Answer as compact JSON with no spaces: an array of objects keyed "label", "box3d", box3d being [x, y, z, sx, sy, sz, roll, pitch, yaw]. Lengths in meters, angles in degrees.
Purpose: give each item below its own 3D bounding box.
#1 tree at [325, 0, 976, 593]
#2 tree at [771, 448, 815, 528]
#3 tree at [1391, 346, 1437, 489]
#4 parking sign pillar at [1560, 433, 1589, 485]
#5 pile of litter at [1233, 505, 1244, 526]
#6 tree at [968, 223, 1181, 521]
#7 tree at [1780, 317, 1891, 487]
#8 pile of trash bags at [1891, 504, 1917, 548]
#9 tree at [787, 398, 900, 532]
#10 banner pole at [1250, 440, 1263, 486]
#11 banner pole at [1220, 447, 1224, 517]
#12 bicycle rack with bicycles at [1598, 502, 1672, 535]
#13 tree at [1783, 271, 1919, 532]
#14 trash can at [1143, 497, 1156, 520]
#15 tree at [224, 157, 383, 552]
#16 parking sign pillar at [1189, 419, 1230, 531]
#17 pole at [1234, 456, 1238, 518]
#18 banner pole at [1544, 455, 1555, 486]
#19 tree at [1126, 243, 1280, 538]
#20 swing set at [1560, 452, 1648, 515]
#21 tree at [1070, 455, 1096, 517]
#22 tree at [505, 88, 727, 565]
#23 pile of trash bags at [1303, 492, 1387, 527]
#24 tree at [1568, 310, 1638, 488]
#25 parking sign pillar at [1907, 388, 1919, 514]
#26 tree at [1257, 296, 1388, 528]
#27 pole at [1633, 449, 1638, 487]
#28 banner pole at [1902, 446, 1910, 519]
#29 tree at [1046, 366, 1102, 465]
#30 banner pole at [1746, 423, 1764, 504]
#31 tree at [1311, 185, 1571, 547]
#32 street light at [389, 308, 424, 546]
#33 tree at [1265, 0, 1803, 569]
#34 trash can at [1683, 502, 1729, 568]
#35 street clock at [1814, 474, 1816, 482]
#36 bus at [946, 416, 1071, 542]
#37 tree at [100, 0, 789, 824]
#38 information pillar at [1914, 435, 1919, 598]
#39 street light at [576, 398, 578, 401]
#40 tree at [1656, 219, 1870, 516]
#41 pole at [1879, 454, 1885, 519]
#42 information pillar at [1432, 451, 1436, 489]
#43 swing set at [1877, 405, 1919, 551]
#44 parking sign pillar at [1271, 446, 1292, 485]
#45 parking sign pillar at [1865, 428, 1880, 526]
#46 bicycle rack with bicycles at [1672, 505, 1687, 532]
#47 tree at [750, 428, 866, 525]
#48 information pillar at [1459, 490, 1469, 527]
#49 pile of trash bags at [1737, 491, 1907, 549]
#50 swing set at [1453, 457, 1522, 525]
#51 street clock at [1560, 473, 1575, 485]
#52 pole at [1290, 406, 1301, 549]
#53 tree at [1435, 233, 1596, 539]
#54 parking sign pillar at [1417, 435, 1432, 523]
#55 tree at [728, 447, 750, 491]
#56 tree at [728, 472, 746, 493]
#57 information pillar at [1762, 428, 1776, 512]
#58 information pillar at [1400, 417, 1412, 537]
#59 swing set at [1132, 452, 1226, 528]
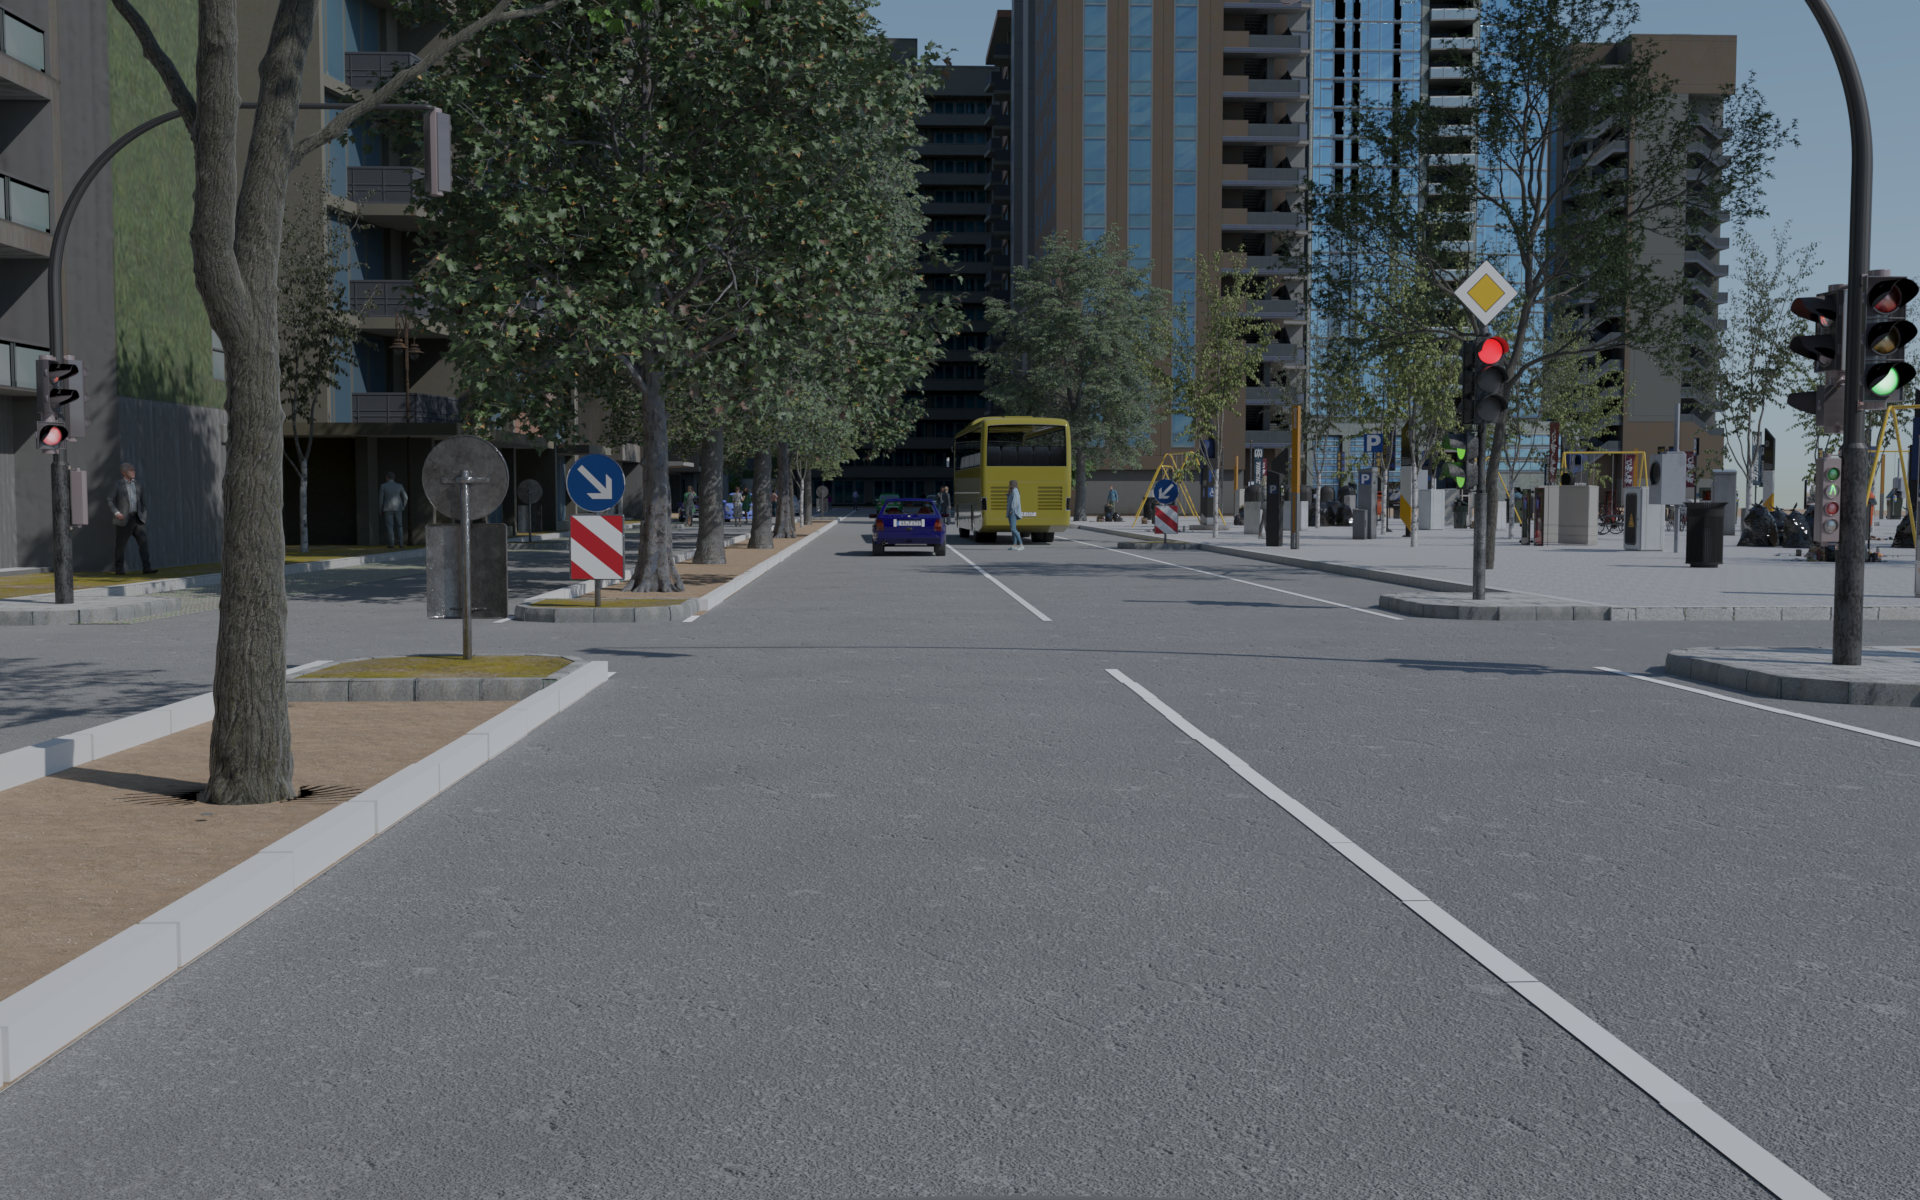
[{"label":"tree","box3d":[-4.481,-6.469,25.227,9.611,12.733,9.660,0,3,0]},{"label":"tree","box3d":[-6.758,-7.386,73.581,4.360,8.622,3.978,0,3,0]},{"label":"tree","box3d":[22.580,-8.117,83.083,4.360,8.622,3.978,0,3,0]},{"label":"parking sign pillar","box3d":[26.411,-5.260,74.468,1.447,3.967,1.447,-2,4,-28]},{"label":"pile of litter","box3d":[11.869,-3.485,70.949,1.719,0.858,1.176,-3,5,-40]},{"label":"tree","box3d":[5.564,-10.685,81.362,9.857,13.997,8.962,0,3,0]},{"label":"tree","box3d":[33.572,-7.128,66.907,4.737,8.622,4.395,0,3,0]},{"label":"pile of trash bags","box3d":[24.110,-1.924,41.204,3.447,1.369,1.912,-1,4,-18]},{"label":"tree","box3d":[-6.354,-7.878,65.674,8.767,10.594,7.601,0,4,-3]},{"label":"banner pole","box3d":[13.675,-5.519,80.247,0.863,3.779,0.401,-1,4,-17]},{"label":"banner pole","box3d":[13.887,-6.233,91.927,0.401,3.779,0.863,0,4,0]},{"label":"bicycle rack with bicycles","box3d":[20.577,-2.517,54.531,2.925,0.926,2.852,1,4,15]},{"label":"tree","box3d":[30.737,-6.568,57.747,4.360,8.622,3.978,0,3,0]},{"label":"trash can","box3d":[9.384,-4.533,85.764,0.748,1.137,0.748,0,3,0]},{"label":"tree","box3d":[-14.596,-5.367,38.111,4.360,8.622,3.978,0,3,0]},{"label":"parking sign pillar","box3d":[8.856,-4.463,61.450,1.447,3.967,1.447,0,4,-3]},{"label":"pole","box3d":[14.769,-6.047,92.717,0.158,3.312,0.155,0,3,0]},{"label":"banner pole","box3d":[32.873,-6.506,96.386,0.401,3.779,0.863,-3,5,-44]},{"label":"tree","box3d":[7.329,-6.145,50.838,4.737,8.622,4.395,0,3,0]},{"label":"swing set","box3d":[23.960,-4.072,64.203,3.119,2.851,2.862,1,4,10]},{"label":"tree","box3d":[5.993,-6.963,97.564,4.285,4.588,4.351,0,3,0]},{"label":"tree","box3d":[-5.118,-7.699,34.985,9.857,13.997,8.962,0,3,0]},{"label":"pile of trash bags","box3d":[15.195,-3.603,68.656,3.447,1.369,1.912,0,4,0]},{"label":"tree","box3d":[24.306,-7.235,68.655,4.737,8.622,4.395,0,3,0]},{"label":"parking sign pillar","box3d":[24.635,-3.369,43.554,1.447,3.967,1.447,-3,5,-43]},{"label":"tree","box3d":[13.377,-7.007,64.931,4.360,8.622,3.978,0,3,0]},{"label":"pole","box3d":[30.331,-5.137,77.830,0.158,3.312,0.155,0,3,0]},{"label":"banner pole","box3d":[48.957,-6.084,89.489,0.401,3.779,0.863,2,4,32]},{"label":"tree","box3d":[5.634,-8.686,92.376,4.360,8.622,3.978,0,3,0]},{"label":"banner pole","box3d":[27.856,-4.334,60.878,0.863,3.779,0.401,-1,4,-23]},{"label":"tree","box3d":[11.201,-5.583,41.648,4.737,8.622,4.395,0,3,0]},{"label":"street light","box3d":[-13.631,-4.281,42.779,0.468,5.910,1.993,0,4,-3]},{"label":"tree","box3d":[9.074,-5.781,28.936,8.767,10.594,7.601,-1,4,-22]},{"label":"trash can","box3d":[13.021,-1.139,30.277,0.748,1.137,0.748,0,3,0]},{"label":"street clock","box3d":[26.876,-3.023,53.995,0.358,2.002,0.471,-3,4,-36]},{"label":"bus","box3d":[1.395,-3.832,54.195,2.896,3.916,12.252,0,4,-4]},{"label":"tree","box3d":[-3.203,-4.858,7.634,9.928,11.665,9.643,0,3,0]},{"label":"information pillar","box3d":[12.034,-1.035,21.407,0.304,2.012,0.304,1,4,12]},{"label":"street light","box3d":[-14.575,-5.623,64.726,0.468,5.910,1.993,0,4,-3]},{"label":"tree","box3d":[21.313,-5.907,46.944,4.360,8.622,3.978,0,3,0]},{"label":"pole","box3d":[47.100,-5.786,88.444,0.158,3.312,0.155,0,3,0]},{"label":"information pillar","box3d":[25.276,-6.204,92.786,0.183,3.616,0.504,-3,5,-44]},{"label":"swing set","box3d":[17.461,-1.956,29.597,2.862,2.851,3.119,-3,4,-39]},{"label":"parking sign pillar","box3d":[17.863,-6.578,96.017,1.447,3.967,1.447,-2,4,-34]},{"label":"parking sign pillar","box3d":[36.641,-5.012,70.414,1.447,3.967,1.447,0,4,-5]},{"label":"bicycle rack with bicycles","box3d":[24.339,-2.852,60.010,2.852,0.926,2.925,3,5,41]},{"label":"tree","box3d":[-7.173,-9.764,80.231,7.486,12.596,7.792,0,3,0]},{"label":"information pillar","box3d":[19.686,-3.861,67.615,0.304,2.012,0.304,0,4,-3]},{"label":"pile of trash bags","box3d":[20.421,-1.945,41.555,1.912,1.369,3.447,-1,4,-23]},{"label":"swing set","box3d":[22.289,-4.676,74.065,2.862,2.851,3.119,0,4,3]},{"label":"street clock","box3d":[20.557,-3.306,58.628,0.358,2.002,0.471,-2,4,-28]},{"label":"pole","box3d":[7.774,-2.830,40.119,0.158,3.312,0.155,0,3,0]},{"label":"tree","box3d":[15.585,-6.009,48.603,4.360,8.622,3.978,0,3,0]},{"label":"parking sign pillar","box3d":[21.104,-5.492,78.268,1.447,3.967,1.447,1,4,15]},{"label":"tree","box3d":[-18.635,-11.922,145.292,4.737,8.622,4.395,0,3,0]},{"label":"tree","box3d":[-18.086,-8.905,140.191,1.663,3.219,1.824,0,3,0]},{"label":"information pillar","box3d":[28.558,-4.270,61.168,0.183,3.616,0.504,-1,4,-16]},{"label":"information pillar","box3d":[13.324,-3.684,51.584,0.183,3.616,0.504,-2,4,-27]},{"label":"swing set","box3d":[8.233,-4.144,65.367,2.862,2.851,3.119,-1,4,-11]}]
